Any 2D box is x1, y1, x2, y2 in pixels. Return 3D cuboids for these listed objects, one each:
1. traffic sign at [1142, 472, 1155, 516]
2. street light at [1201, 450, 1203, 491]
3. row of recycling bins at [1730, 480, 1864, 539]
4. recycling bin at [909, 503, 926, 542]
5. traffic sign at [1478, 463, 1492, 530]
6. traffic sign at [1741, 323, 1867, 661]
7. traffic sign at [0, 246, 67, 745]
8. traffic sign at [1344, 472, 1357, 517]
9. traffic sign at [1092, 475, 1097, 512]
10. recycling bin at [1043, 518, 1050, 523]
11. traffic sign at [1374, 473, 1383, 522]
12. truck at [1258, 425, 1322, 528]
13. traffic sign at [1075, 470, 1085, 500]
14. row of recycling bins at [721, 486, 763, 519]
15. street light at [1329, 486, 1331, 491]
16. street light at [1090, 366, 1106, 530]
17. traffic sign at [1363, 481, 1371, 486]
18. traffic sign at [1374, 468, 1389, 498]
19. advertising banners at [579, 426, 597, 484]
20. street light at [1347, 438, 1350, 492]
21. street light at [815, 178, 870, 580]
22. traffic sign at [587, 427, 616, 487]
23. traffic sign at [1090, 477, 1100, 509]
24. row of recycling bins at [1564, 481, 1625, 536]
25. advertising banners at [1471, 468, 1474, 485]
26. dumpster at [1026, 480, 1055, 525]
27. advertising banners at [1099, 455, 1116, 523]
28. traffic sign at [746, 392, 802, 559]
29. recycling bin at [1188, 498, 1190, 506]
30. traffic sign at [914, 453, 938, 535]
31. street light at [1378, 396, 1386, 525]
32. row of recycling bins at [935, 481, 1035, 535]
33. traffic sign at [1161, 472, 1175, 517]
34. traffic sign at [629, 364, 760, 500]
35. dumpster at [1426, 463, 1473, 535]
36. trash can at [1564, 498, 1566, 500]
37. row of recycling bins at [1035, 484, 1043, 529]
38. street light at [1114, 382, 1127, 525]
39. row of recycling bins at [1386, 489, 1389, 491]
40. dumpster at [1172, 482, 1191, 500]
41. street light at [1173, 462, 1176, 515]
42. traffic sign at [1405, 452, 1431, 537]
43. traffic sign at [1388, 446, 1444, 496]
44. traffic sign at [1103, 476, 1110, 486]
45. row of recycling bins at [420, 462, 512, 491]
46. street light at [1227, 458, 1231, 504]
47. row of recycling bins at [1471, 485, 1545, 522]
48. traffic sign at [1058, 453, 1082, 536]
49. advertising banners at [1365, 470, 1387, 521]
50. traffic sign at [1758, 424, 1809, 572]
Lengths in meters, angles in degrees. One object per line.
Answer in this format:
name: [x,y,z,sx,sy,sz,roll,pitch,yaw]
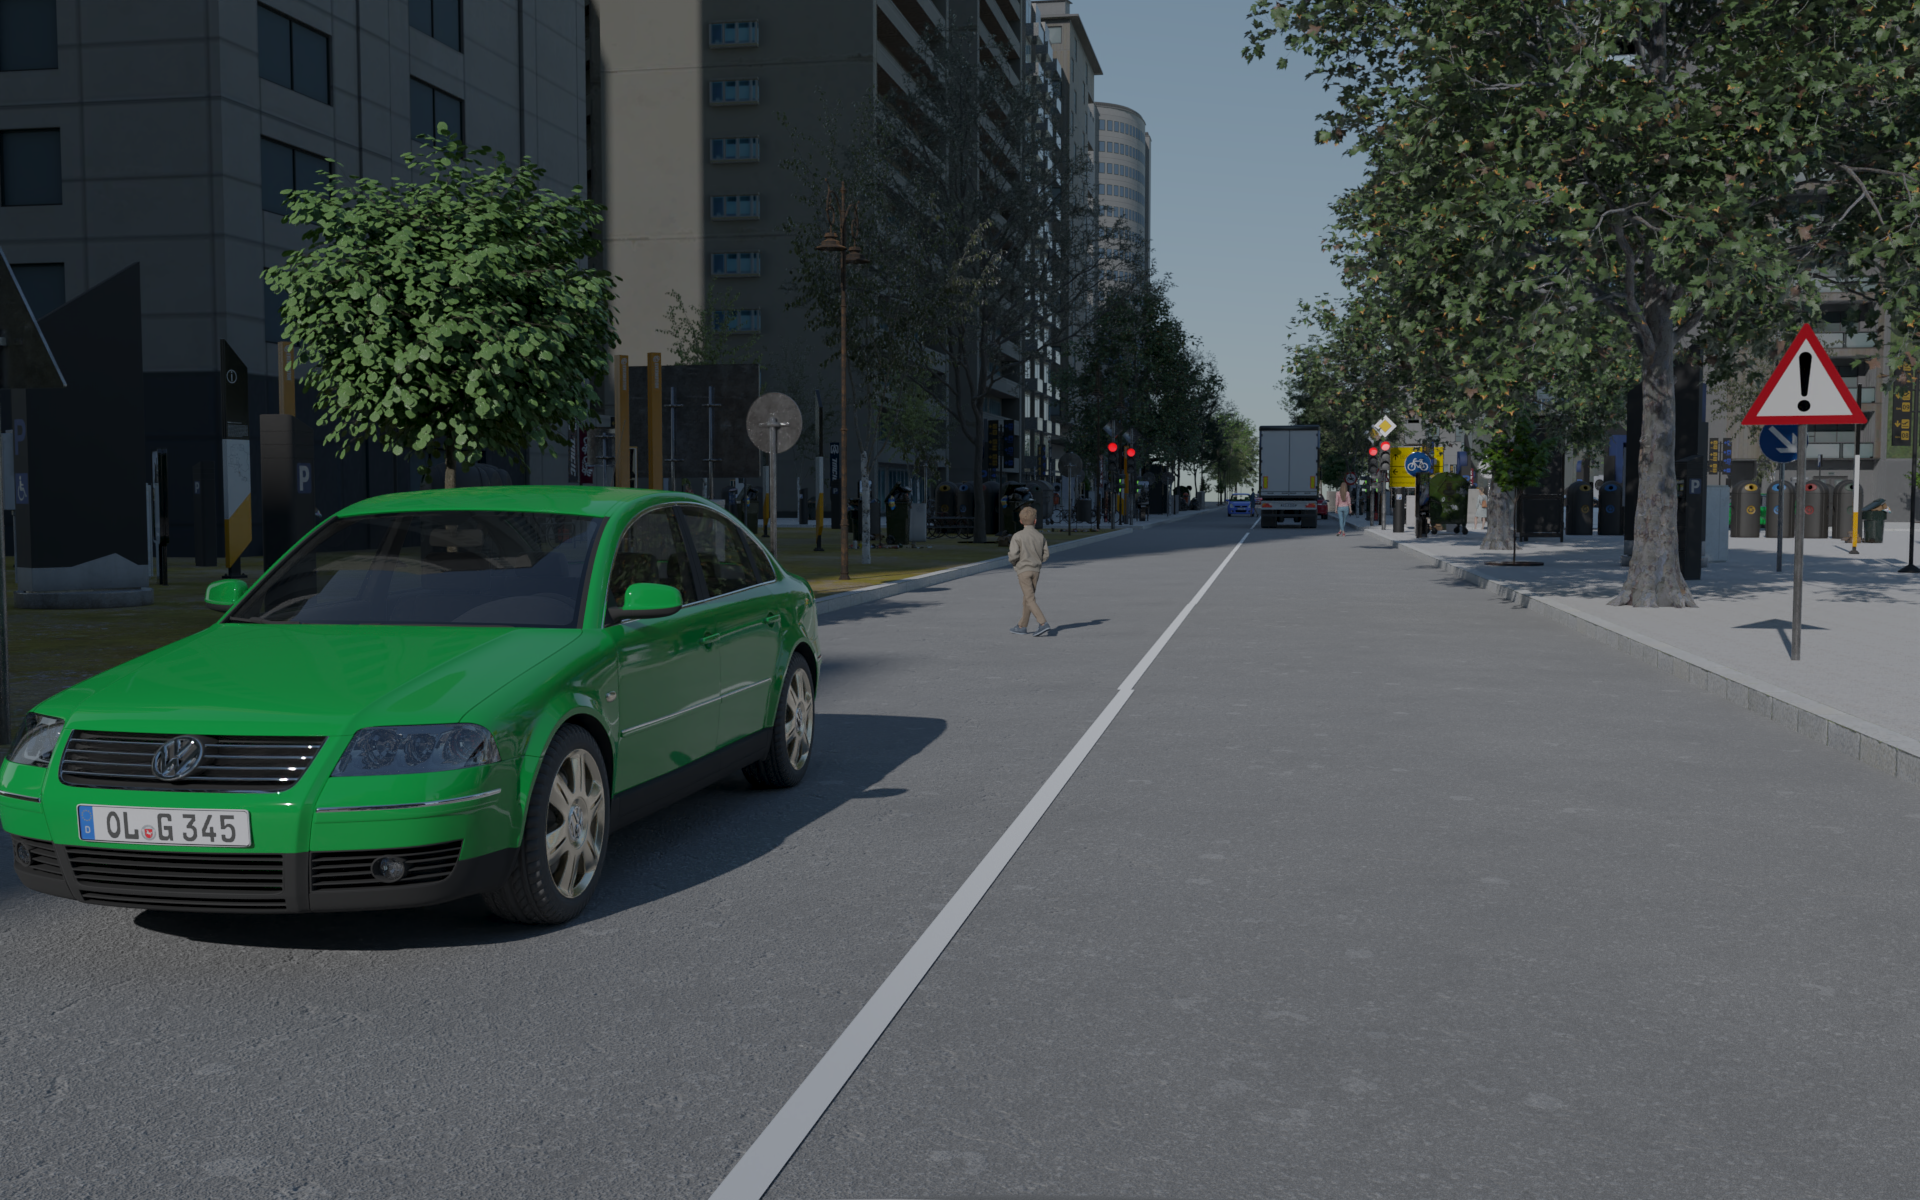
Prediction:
traffic sign: [10.931,-6.138,100.458,0.768,2.556,0.104,1,4,20]
street light: [20.684,-10.701,147.747,0.468,5.910,1.993,1,4,10]
row of recycling bins: [24.288,-2.643,50.333,3.534,1.692,1.069,2,4,34]
recycling bin: [-1.291,-2.094,46.784,0.722,1.027,0.722,0,4,-5]
traffic sign: [17.810,-3.559,58.303,0.768,2.556,0.104,1,4,16]
traffic sign: [6.451,-0.813,13.294,0.884,2.594,0.081,1,4,14]
traffic sign: [-4.899,-0.538,8.803,0.884,2.594,0.081,1,4,19]
traffic sign: [22.262,-6.032,98.724,0.768,2.556,0.104,1,4,15]
traffic sign: [8.344,-6.463,105.779,0.768,2.556,0.104,1,4,18]
recycling bin: [3.630,-3.993,77.847,0.722,1.027,0.722,-3,5,-44]
traffic sign: [19.495,-4.862,80.675,0.795,2.450,0.064,1,4,16]
truck: [14.488,-5.331,76.070,2.839,4.237,11.283,1,4,11]
traffic sign: [5.654,-5.113,83.706,0.768,2.556,0.104,1,4,12]
row of recycling bins: [-10.948,-4.902,87.257,1.069,1.692,3.534,2,4,25]
street light: [30.998,-10.556,145.386,0.468,5.910,1.993,1,4,10]
street light: [4.996,-5.490,62.543,0.468,5.910,1.993,1,4,10]
traffic sign: [27.270,-7.075,115.674,0.884,2.594,0.081,1,4,12]
traffic sign: [19.055,-4.804,78.550,0.884,2.594,0.081,1,4,13]
advertising banners: [-10.373,-2.995,45.153,2.074,3.025,0.090,1,4,17]
street light: [23.945,-8.206,106.952,0.468,5.910,1.993,1,4,10]
street light: [-1.728,-3.240,25.768,0.468,5.910,1.993,1,4,10]
traffic sign: [-5.394,-1.481,26.345,0.606,2.300,0.079,1,4,15]
traffic sign: [8.117,-6.228,103.952,0.606,2.300,0.079,1,4,18]
row of recycling bins: [20.616,-2.847,53.667,3.534,1.692,1.069,2,4,26]
advertising banners: [35.143,-7.376,116.786,2.074,3.025,0.090,1,4,19]
dumpster: [3.237,-4.057,72.098,1.264,1.857,1.865,1,4,10]
advertising banners: [6.610,-5.020,78.265,0.090,3.025,2.074,1,4,23]
traffic sign: [-2.341,-1.321,21.704,0.768,2.556,0.104,1,4,19]
recycling bin: [18.561,-7.983,143.081,0.722,1.027,0.722,-1,4,-23]
traffic sign: [-1.058,-3.270,53.570,0.768,2.556,0.104,1,4,12]
street light: [17.299,-6.015,71.133,0.468,5.910,1.993,1,4,10]
row of recycling bins: [0.619,-2.960,55.501,3.534,1.692,1.069,3,5,41]
traffic sign: [11.784,-6.005,98.283,0.768,2.556,0.104,1,4,13]
traffic sign: [-4.224,-2.046,27.320,2.265,3.308,0.079,1,4,15]
dumpster: [15.502,-3.227,55.253,1.502,2.255,1.985,1,4,10]
trash can: [38.094,-6.051,110.592,0.748,1.137,0.748,0,3,0]
row of recycling bins: [1.275,-3.452,63.549,3.534,1.692,1.069,0,4,-8]
street light: [6.637,-6.038,71.509,0.468,5.910,1.993,1,4,10]
row of recycling bins: [29.196,-6.886,119.694,1.069,1.692,3.534,1,4,15]
dumpster: [18.048,-8.496,141.407,1.502,2.255,1.985,1,4,10]
street light: [13.429,-8.283,108.222,0.468,5.910,1.993,1,4,10]
traffic sign: [13.775,-3.184,52.169,0.768,2.556,0.104,1,4,14]
traffic sign: [19.314,-4.861,73.346,2.265,3.308,0.079,1,4,17]
traffic sign: [9.322,-6.772,111.912,0.795,2.450,0.064,1,4,11]
row of recycling bins: [-6.496,-0.976,23.068,1.069,1.692,3.534,-1,4,-9]
street light: [35.583,-15.646,228.592,0.468,5.910,1.993,1,4,10]
row of recycling bins: [24.988,-4.467,80.147,3.534,1.692,1.069,0,4,0]
traffic sign: [3.385,-3.263,53.456,0.768,2.556,0.104,1,4,13]
advertising banners: [19.870,-5.285,82.604,0.090,3.025,2.074,-1,4,-15]
traffic sign: [13.540,-1.740,28.552,0.768,2.556,0.104,1,4,11]
